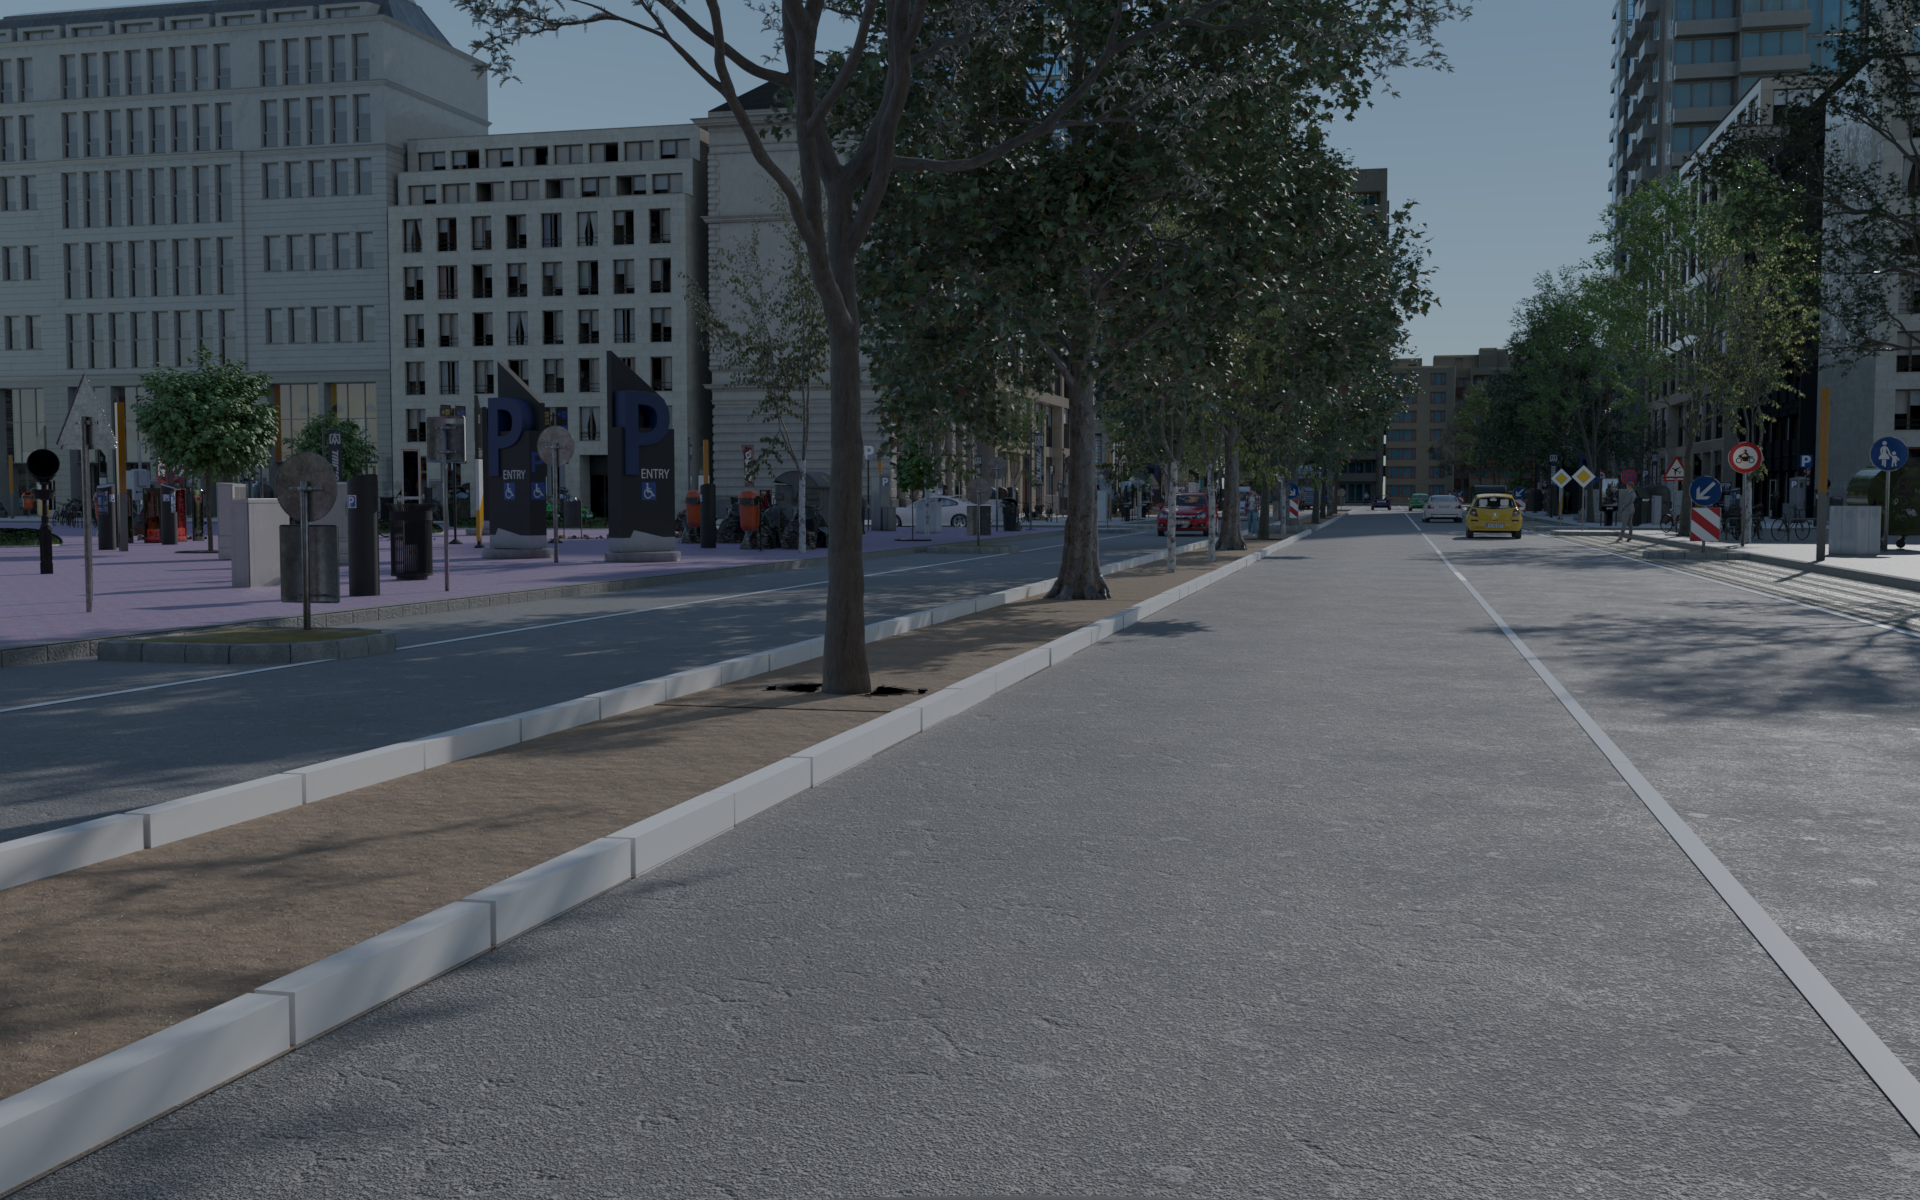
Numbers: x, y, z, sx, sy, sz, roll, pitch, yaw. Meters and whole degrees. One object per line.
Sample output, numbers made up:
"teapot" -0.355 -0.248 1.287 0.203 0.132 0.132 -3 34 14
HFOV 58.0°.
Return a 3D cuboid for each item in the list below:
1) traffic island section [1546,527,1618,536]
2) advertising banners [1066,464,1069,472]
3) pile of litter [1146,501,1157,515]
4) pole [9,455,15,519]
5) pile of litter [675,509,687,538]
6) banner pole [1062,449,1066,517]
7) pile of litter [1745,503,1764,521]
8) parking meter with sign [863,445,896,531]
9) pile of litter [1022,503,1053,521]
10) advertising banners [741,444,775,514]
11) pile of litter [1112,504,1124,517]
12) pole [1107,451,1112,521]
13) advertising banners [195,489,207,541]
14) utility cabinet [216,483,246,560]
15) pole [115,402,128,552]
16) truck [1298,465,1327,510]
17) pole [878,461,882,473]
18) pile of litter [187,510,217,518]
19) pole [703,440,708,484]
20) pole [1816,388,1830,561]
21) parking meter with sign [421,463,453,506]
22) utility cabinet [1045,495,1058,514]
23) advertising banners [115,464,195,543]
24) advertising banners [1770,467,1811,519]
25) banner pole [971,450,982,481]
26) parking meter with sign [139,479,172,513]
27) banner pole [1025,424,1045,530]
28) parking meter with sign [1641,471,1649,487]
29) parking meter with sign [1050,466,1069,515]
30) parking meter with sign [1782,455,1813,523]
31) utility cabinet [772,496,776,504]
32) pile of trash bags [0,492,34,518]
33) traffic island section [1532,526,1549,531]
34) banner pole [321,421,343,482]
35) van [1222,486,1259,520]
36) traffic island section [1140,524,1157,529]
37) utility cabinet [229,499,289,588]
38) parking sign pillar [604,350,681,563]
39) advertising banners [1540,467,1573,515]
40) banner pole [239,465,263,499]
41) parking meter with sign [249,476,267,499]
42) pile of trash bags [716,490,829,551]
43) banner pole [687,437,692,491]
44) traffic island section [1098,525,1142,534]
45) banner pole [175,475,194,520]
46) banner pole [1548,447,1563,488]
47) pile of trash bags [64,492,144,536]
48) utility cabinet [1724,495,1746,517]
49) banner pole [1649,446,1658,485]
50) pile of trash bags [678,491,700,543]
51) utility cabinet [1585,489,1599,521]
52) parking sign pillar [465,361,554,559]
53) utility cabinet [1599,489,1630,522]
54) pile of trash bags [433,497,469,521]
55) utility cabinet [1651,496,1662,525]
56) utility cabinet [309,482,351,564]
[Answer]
"traffic island section" 21.645 -2.317 60.171 2.009 0.180 2.903 1 4 14
"advertising banners" 6.142 -5.506 86.215 2.074 3.025 0.090 2 4 35
"pile of litter" 11.540 -5.654 106.405 1.176 0.858 1.719 -2 4 -33
"pole" -49.732 -5.931 90.807 0.158 3.312 0.155 0 3 0
"pile of litter" -8.390 -2.275 51.167 1.176 0.858 1.719 2 4 30
"banner pole" 5.732 -6.453 95.522 0.401 3.779 0.863 1 4 15
"pile of litter" 38.199 -4.247 83.407 1.176 0.858 1.719 3 4 39
"parking meter with sign" -2.797 -3.933 60.559 0.543 3.016 1.738 -2 4 -33
"pile of litter" 3.723 -4.297 84.224 1.176 0.858 1.719 -3 5 -40
"advertising banners" -6.906 -4.013 61.796 2.074 3.025 0.090 -3 4 -38
"pile of litter" 8.790 -5.022 96.071 1.176 0.858 1.719 0 4 -3
"pole" 7.158 -5.450 82.945 0.158 3.312 0.155 0 3 0
"advertising banners" -20.940 -3.077 46.503 0.090 3.025 2.074 1 4 12
"utility cabinet" -14.245 -1.544 33.927 0.318 1.500 1.173 -1 4 -11
"pole" -18.723 -2.742 38.673 0.158 3.312 0.155 0 3 0
"truck" 33.777 -10.803 166.386 2.967 4.110 18.799 1 4 12
"pole" -3.604 -5.153 78.102 0.158 3.312 0.155 0 3 0
"pile of litter" -41.247 -4.890 93.921 1.719 0.858 1.176 1 4 11
"pole" -9.553 -4.360 65.126 0.158 3.312 0.155 0 3 0
"pole" 16.625 -2.417 33.365 0.158 3.312 0.155 0 3 0
"parking meter with sign" -26.592 -5.613 88.036 1.738 3.016 0.543 0 4 6
"utility cabinet" 5.998 -6.210 112.701 1.020 1.237 0.306 3 5 41
"advertising banners" -21.101 -2.996 45.165 2.074 3.025 0.090 0 4 1
"advertising banners" 42.272 -5.618 88.038 2.074 3.025 0.090 0 4 3
"banner pole" 0.881 -6.587 97.716 0.863 3.779 0.401 -2 4 -26
"parking meter with sign" -42.166 -5.784 90.827 1.738 3.016 0.543 0 4 -1
"banner pole" 2.701 -4.392 61.827 0.863 3.779 0.401 -3 5 -39
"parking meter with sign" 50.475 -8.047 127.823 0.543 3.016 1.738 2 4 27
"parking meter with sign" 6.476 -6.770 106.947 1.738 3.016 0.543 -1 4 -18
"parking meter with sign" 37.021 -4.915 76.620 1.738 3.016 0.543 -3 4 -39
"utility cabinet" -6.764 -3.271 64.642 0.306 1.237 1.020 -3 5 -42
"pile of trash bags" -52.121 -5.146 93.896 3.447 1.369 1.912 -2 4 -32
"traffic island section" 23.564 -2.792 67.923 2.009 0.180 2.903 1 4 14
"banner pole" -21.595 -4.248 59.469 0.863 3.779 0.401 0 4 -1
"van" 15.218 -5.297 93.624 2.013 2.044 4.112 1 4 14
"traffic island section" 7.361 -3.036 71.924 2.009 0.180 2.903 1 4 14
"utility cabinet" -9.787 -0.800 24.235 0.306 1.237 1.020 1 4 11
"parking sign pillar" -6.072 -2.725 33.023 1.447 3.967 1.447 3 5 40
"advertising banners" 37.284 -6.858 108.312 2.074 3.025 0.090 0 4 -1
"banner pole" -20.672 -3.708 50.649 0.863 3.779 0.401 -3 5 -39
"parking meter with sign" -29.195 -4.643 72.177 0.543 3.016 1.738 0 4 4
"pile of trash bags" -4.275 -1.865 40.243 1.912 1.369 3.447 1 4 17
"banner pole" -11.827 -5.257 75.964 0.401 3.779 0.863 0 4 3
"traffic island section" 5.442 -2.562 64.172 2.009 0.180 2.903 1 4 14
"banner pole" -38.167 -5.845 85.585 0.863 3.779 0.401 1 4 15
"banner pole" 31.707 -6.244 92.107 0.863 3.779 0.401 2 4 28
"pile of trash bags" -25.732 -2.672 53.433 1.912 1.369 3.447 0 4 -1
"utility cabinet" 38.031 -4.511 84.922 1.020 1.237 0.306 1 4 22
"banner pole" 36.235 -6.154 90.640 0.401 3.779 0.863 -1 4 -15
"pile of trash bags" -6.463 -2.165 45.145 1.912 1.369 3.447 1 4 9
"utility cabinet" 30.297 -4.504 82.317 0.318 1.500 1.173 -2 4 -31
"parking sign pillar" -8.905 -2.833 34.797 1.447 3.967 1.447 3 4 37
"utility cabinet" 29.984 -4.314 79.218 1.173 1.500 0.318 1 4 9
"pile of trash bags" -23.819 -4.455 82.585 3.447 1.369 1.912 0 4 8
"utility cabinet" 28.995 -3.726 72.085 0.306 1.237 1.020 1 4 17
"utility cabinet" -11.328 -1.402 31.594 0.318 1.500 1.173 3 5 43
